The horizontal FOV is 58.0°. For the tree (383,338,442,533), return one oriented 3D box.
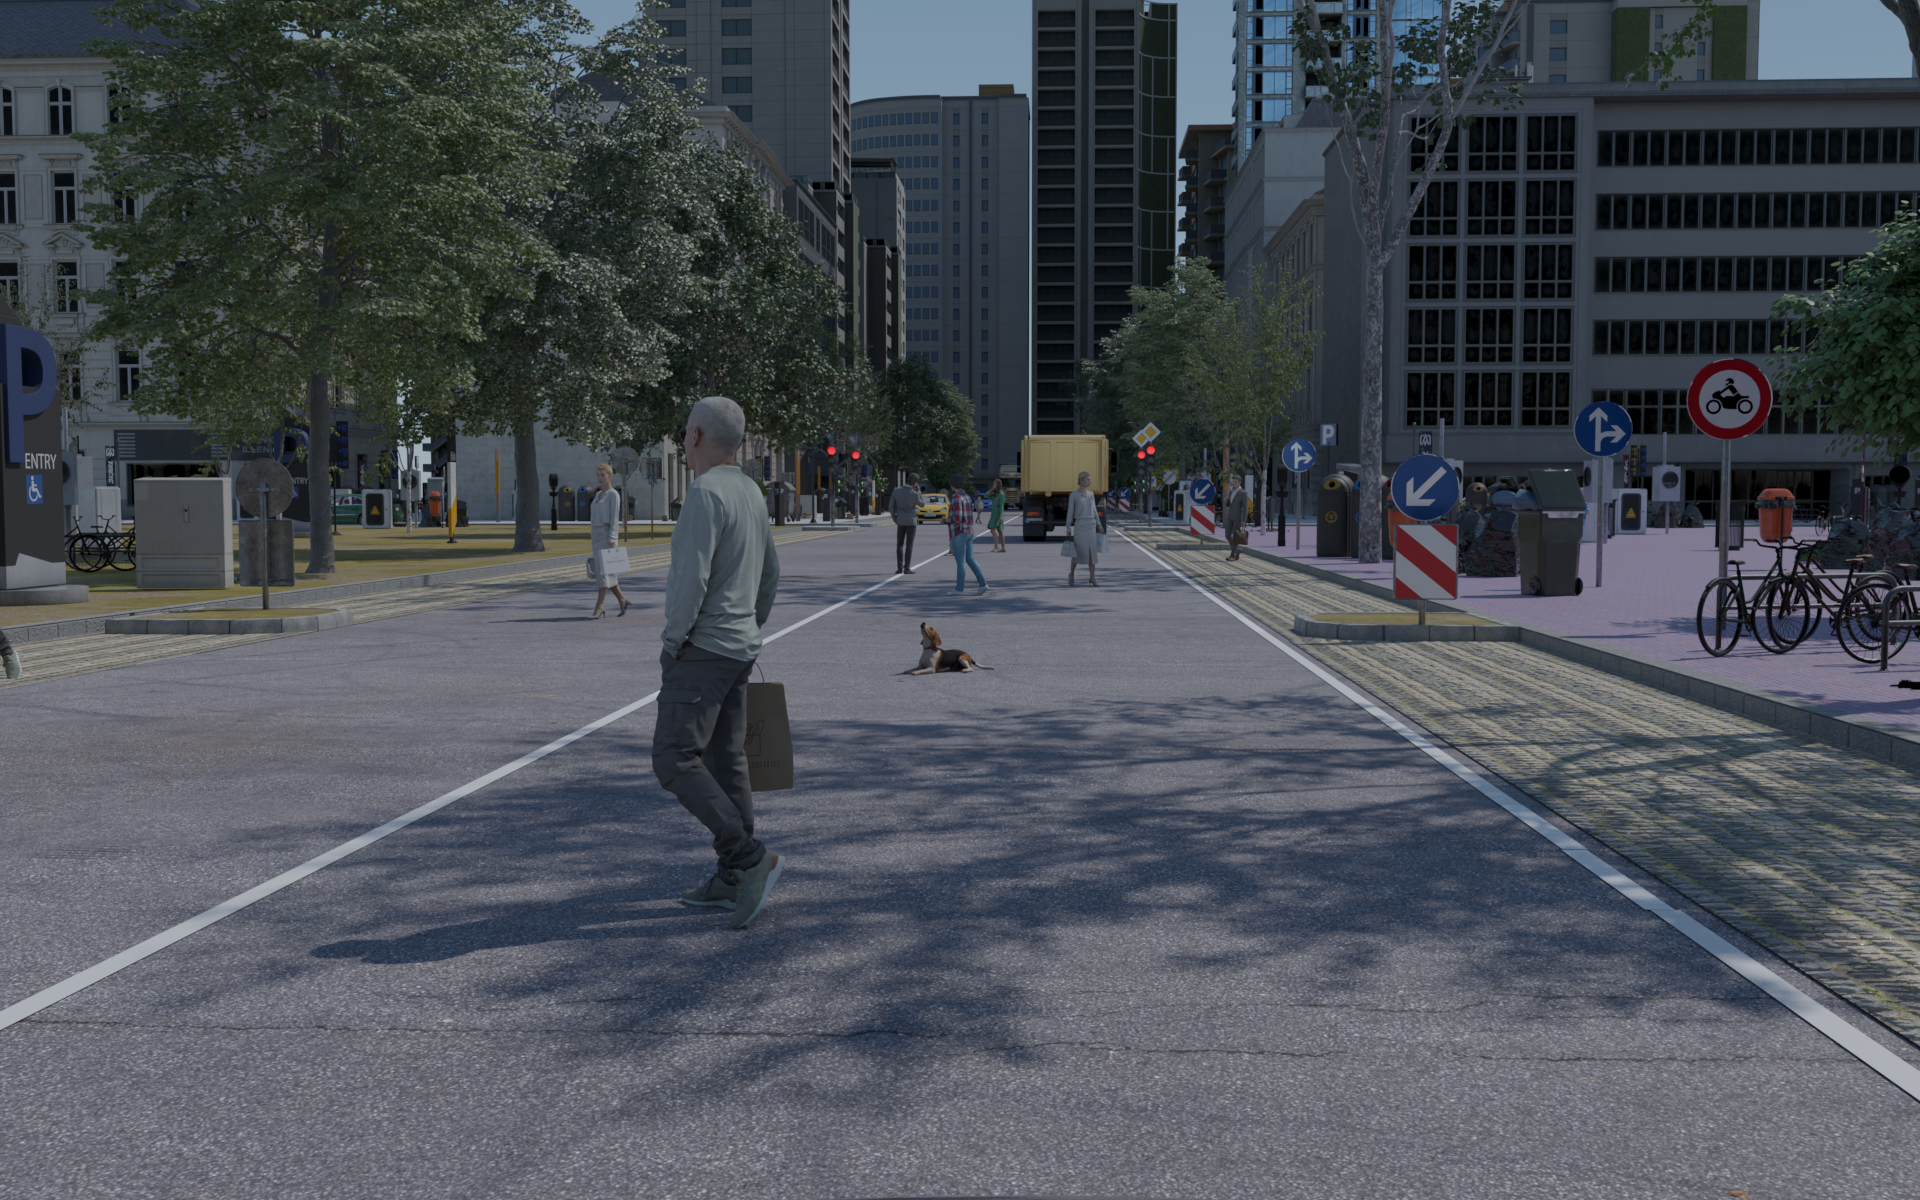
[{"bbox_3d":[-18.253,-6.495,56.557,4.737,8.622,4.395,0,3,0],"label":"tree"}]

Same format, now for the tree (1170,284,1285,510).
[{"bbox_3d":[9.544,-6.779,61.201,4.360,8.622,3.978,0,3,0],"label":"tree"}]

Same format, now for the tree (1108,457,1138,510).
[{"bbox_3d":[14.222,-9.558,139.980,4.285,4.588,4.351,0,3,0],"label":"tree"}]

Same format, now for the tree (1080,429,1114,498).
[{"bbox_3d":[19.591,-18.681,222.442,9.611,12.733,9.660,0,3,0],"label":"tree"}]

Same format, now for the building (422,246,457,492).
[{"bbox_3d":[-57.658,-34.569,215.315,14.200,45.320,14.600,0,4,3],"label":"building"}]

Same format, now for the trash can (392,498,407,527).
[{"bbox_3d":[-21.955,-3.437,67.849,0.748,1.137,0.748,0,3,0],"label":"trash can"}]

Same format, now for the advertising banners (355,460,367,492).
[{"bbox_3d":[-31.366,-5.698,89.344,0.090,3.025,2.074,2,4,27],"label":"advertising banners"}]

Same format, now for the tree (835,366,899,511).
[{"bbox_3d":[-5.628,-8.959,96.840,4.360,8.622,3.978,0,3,0],"label":"tree"}]

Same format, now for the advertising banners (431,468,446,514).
[{"bbox_3d":[-37.805,-7.931,125.863,0.090,3.025,2.074,1,4,17],"label":"advertising banners"}]

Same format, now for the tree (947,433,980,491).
[{"bbox_3d":[-0.149,-14.350,184.981,4.360,8.622,3.978,0,3,0],"label":"tree"}]

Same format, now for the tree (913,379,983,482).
[{"bbox_3d":[-1.329,-15.451,170.748,7.486,12.596,7.792,0,3,0],"label":"tree"}]

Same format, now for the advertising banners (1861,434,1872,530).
[{"bbox_3d":[20.413,-2.621,39.036,0.090,3.025,2.074,2,4,32],"label":"advertising banners"}]

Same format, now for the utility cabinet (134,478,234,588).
[{"bbox_3d":[-10.438,-0.894,23.294,1.173,1.500,0.318,0,4,-2],"label":"utility cabinet"}]

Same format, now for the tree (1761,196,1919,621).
[{"bbox_3d":[10.119,-2.069,17.537,4.285,4.588,4.351,0,3,0],"label":"tree"}]

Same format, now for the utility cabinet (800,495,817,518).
[{"bbox_3d":[-8.097,-4.946,92.024,1.020,1.237,0.306,2,4,31],"label":"utility cabinet"}]

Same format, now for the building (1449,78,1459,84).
[{"bbox_3d":[60.441,-43.248,249.100,28.212,58.520,21.231,0,4,3],"label":"building"}]

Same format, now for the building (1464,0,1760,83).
[{"bbox_3d":[75.338,-40.452,203.384,28.212,58.520,21.231,0,4,3],"label":"building"}]

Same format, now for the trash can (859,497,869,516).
[{"bbox_3d":[-5.642,-5.517,101.854,0.748,1.137,0.748,0,3,0],"label":"trash can"}]

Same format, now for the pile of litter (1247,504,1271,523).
[{"bbox_3d":[13.133,-3.891,77.578,1.719,0.858,1.176,1,4,13],"label":"pile of litter"}]

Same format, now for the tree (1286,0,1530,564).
[{"bbox_3d":[8.913,-10.700,30.835,12.611,20.169,13.585,0,3,0],"label":"tree"}]

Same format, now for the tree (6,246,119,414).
[{"bbox_3d":[-28.078,-6.241,52.405,4.360,8.622,3.978,0,3,0],"label":"tree"}]

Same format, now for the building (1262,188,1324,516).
[{"bbox_3d":[26.025,-16.712,109.398,11.583,22.565,21.152,0,4,3],"label":"building"}]

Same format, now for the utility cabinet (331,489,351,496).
[{"bbox_3d":[-27.871,-4.216,77.603,1.173,1.500,0.318,0,4,8],"label":"utility cabinet"}]

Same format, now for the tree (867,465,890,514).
[{"bbox_3d":[-5.326,-7.090,110.523,1.663,3.219,1.824,0,3,0],"label":"tree"}]

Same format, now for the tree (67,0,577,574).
[{"bbox_3d":[-9.988,-6.717,27.946,7.486,12.596,7.792,0,3,0],"label":"tree"}]

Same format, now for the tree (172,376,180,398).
[{"bbox_3d":[-27.539,-7.011,64.998,4.737,8.622,4.395,0,3,0],"label":"tree"}]

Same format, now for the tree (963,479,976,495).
[{"bbox_3d":[1.289,-14.152,225.989,1.663,3.219,1.824,0,3,0],"label":"tree"}]

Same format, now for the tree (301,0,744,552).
[{"bbox_3d":[-9.660,-8.050,38.273,9.857,13.997,8.962,0,3,0],"label":"tree"}]

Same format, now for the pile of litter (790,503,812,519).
[{"bbox_3d":[-8.217,-4.679,90.461,1.176,0.858,1.719,3,4,38],"label":"pile of litter"}]

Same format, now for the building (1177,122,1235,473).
[{"bbox_3d":[36.786,-33.498,202.321,22.147,44.769,28.867,0,4,3],"label":"building"}]

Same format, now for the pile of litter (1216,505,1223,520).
[{"bbox_3d":[13.306,-4.481,87.229,1.719,0.858,1.176,0,4,6],"label":"pile of litter"}]

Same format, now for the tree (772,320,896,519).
[{"bbox_3d":[-6.787,-9.443,88.813,7.601,10.594,8.767,0,3,0],"label":"tree"}]

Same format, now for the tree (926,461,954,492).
[{"bbox_3d":[-1.531,-10.790,160.135,4.285,4.588,4.351,0,3,0],"label":"tree"}]

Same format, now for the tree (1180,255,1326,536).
[{"bbox_3d":[9.225,-6.312,53.558,4.737,8.622,4.395,0,3,0],"label":"tree"}]

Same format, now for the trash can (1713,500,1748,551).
[{"bbox_3d":[17.541,-1.701,39.464,0.748,1.137,0.748,0,3,0],"label":"trash can"}]

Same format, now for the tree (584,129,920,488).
[{"bbox_3d":[-7.885,-8.438,54.964,9.611,12.733,9.660,0,3,0],"label":"tree"}]

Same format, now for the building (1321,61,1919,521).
[{"bbox_3d":[34.692,-16.487,88.624,30.058,24.678,14.314,0,4,3],"label":"building"}]

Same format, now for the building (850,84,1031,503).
[{"bbox_3d":[-3.947,-43.472,252.758,28.212,58.520,21.231,0,4,3],"label":"building"}]

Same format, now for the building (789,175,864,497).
[{"bbox_3d":[-17.028,-23.730,159.693,14.160,30.474,14.107,0,4,3],"label":"building"}]

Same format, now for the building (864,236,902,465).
[{"bbox_3d":[-14.090,-25.855,194.433,14.160,30.474,14.107,0,4,3],"label":"building"}]

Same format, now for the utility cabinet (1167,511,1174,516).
[{"bbox_3d":[12.550,-5.538,101.716,0.306,1.237,1.020,2,4,35],"label":"utility cabinet"}]

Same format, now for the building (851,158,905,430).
[{"bbox_3d":[-13.925,-32.358,212.645,14.086,41.232,14.154,0,4,3],"label":"building"}]

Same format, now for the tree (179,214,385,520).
[{"bbox_3d":[-17.835,-5.806,45.288,4.737,8.622,4.395,0,3,0],"label":"tree"}]

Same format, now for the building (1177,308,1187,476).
[{"bbox_3d":[38.303,-29.125,247.896,14.107,30.474,14.160,0,4,3],"label":"building"}]

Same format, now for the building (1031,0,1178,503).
[{"bbox_3d":[20.792,-49.675,250.433,20.611,71.187,20.563,0,4,3],"label":"building"}]

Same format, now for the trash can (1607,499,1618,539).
[{"bbox_3d":[18.573,-2.342,49.946,0.748,1.137,0.748,0,3,0],"label":"trash can"}]

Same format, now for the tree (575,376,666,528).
[{"bbox_3d":[-12.762,-7.047,65.579,4.360,8.622,3.978,0,3,0],"label":"tree"}]

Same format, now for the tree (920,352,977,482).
[{"bbox_3d":[-3.815,-13.433,136.641,9.611,12.733,9.660,0,3,0],"label":"tree"}]

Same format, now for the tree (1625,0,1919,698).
[{"bbox_3d":[6.481,-5.201,10.784,9.928,11.665,9.643,0,3,0],"label":"tree"}]

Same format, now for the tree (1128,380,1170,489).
[{"bbox_3d":[12.493,-9.474,105.265,4.360,8.622,3.978,0,3,0],"label":"tree"}]

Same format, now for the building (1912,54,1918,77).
[{"bbox_3d":[59.516,-16.329,84.993,19.932,24.808,12.078,0,4,3],"label":"building"}]

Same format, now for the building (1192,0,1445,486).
[{"bbox_3d":[35.578,-52.489,170.862,22.319,86.520,31.000,0,4,3],"label":"building"}]

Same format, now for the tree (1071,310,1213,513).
[{"bbox_3d":[12.846,-12.989,119.028,9.857,13.997,8.962,0,3,0],"label":"tree"}]

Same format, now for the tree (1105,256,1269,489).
[{"bbox_3d":[10.764,-10.049,82.424,7.486,12.596,7.792,0,3,0],"label":"tree"}]

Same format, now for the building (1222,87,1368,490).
[{"bbox_3d":[27.302,-21.840,134.579,11.434,29.767,29.804,0,4,3],"label":"building"}]

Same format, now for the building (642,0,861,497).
[{"bbox_3d":[-19.643,-45.132,176.161,20.563,71.187,20.611,0,4,3],"label":"building"}]
